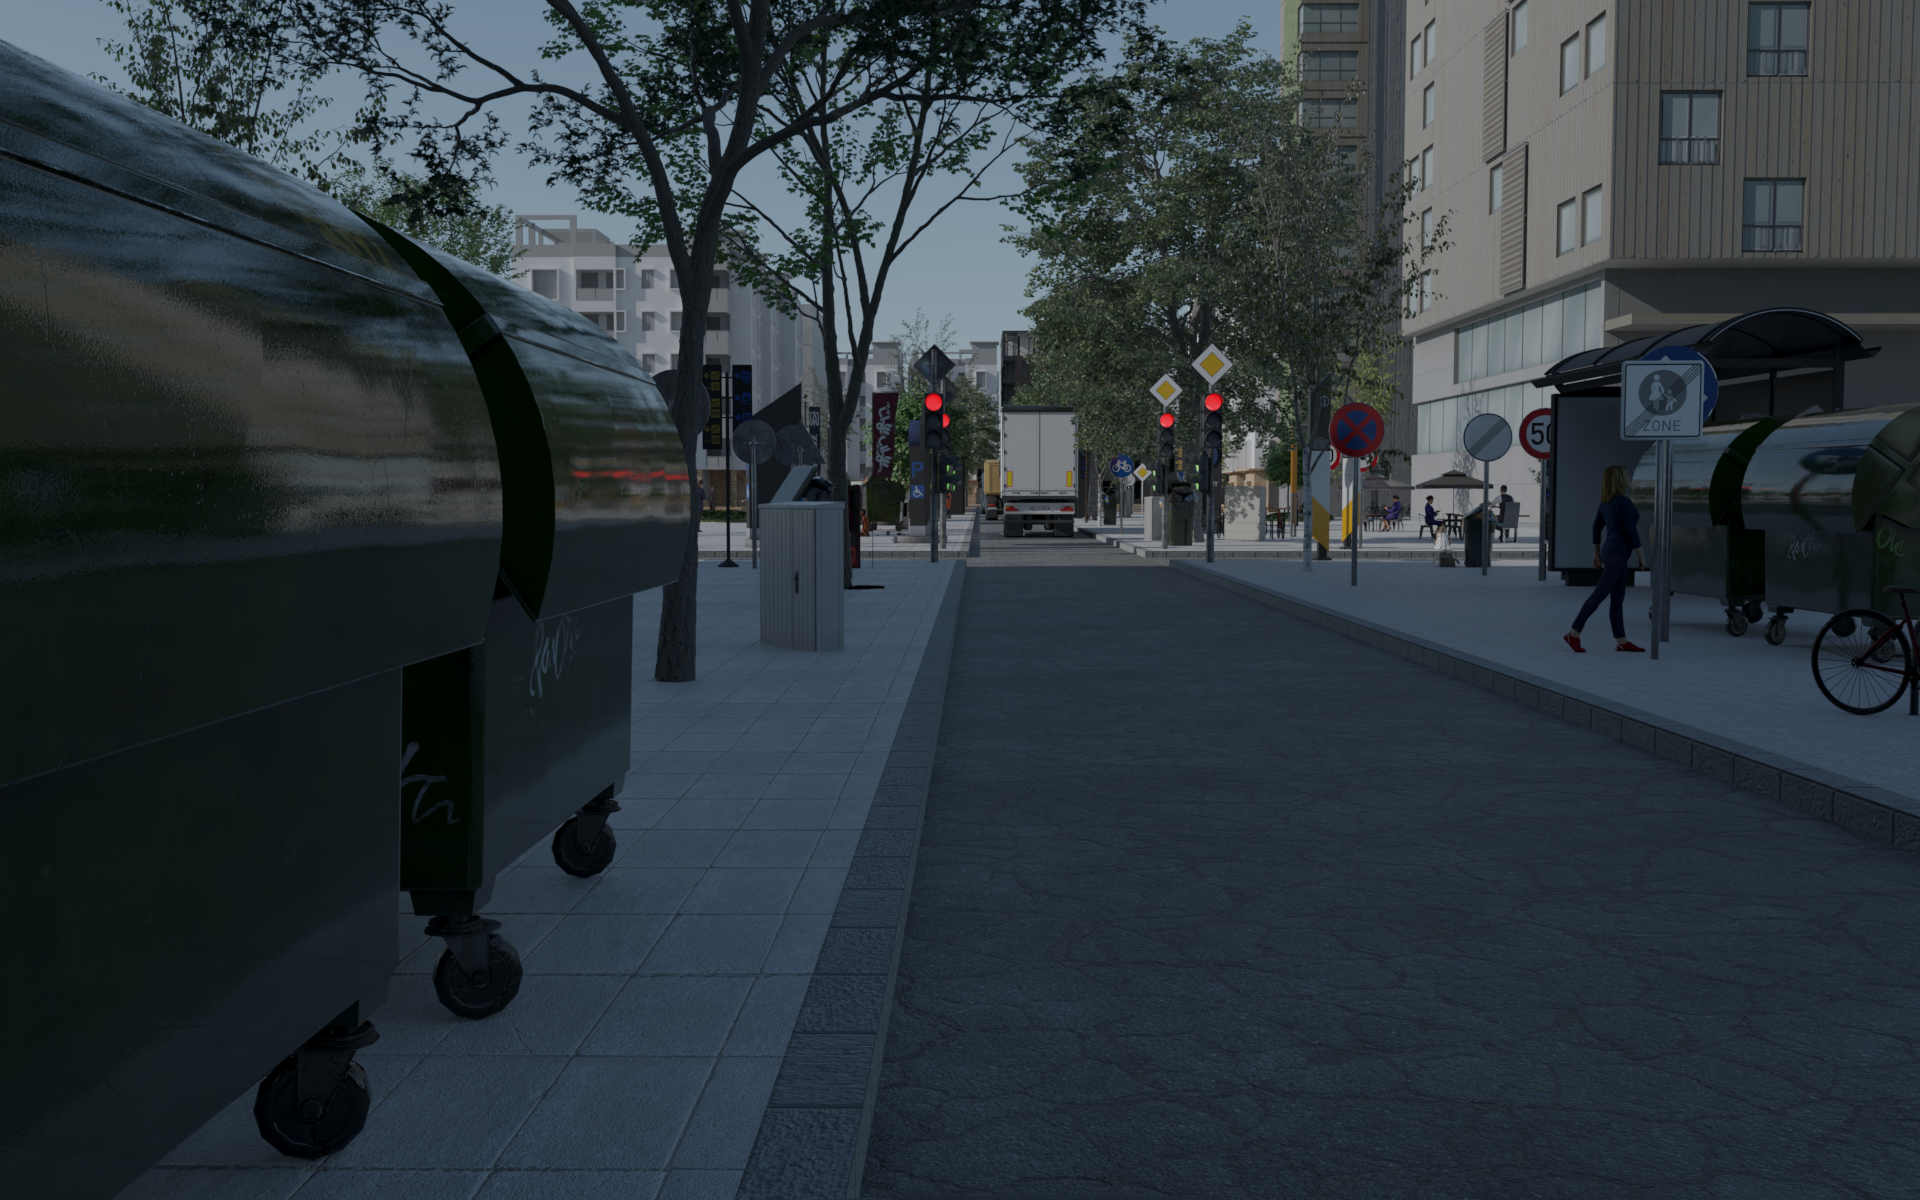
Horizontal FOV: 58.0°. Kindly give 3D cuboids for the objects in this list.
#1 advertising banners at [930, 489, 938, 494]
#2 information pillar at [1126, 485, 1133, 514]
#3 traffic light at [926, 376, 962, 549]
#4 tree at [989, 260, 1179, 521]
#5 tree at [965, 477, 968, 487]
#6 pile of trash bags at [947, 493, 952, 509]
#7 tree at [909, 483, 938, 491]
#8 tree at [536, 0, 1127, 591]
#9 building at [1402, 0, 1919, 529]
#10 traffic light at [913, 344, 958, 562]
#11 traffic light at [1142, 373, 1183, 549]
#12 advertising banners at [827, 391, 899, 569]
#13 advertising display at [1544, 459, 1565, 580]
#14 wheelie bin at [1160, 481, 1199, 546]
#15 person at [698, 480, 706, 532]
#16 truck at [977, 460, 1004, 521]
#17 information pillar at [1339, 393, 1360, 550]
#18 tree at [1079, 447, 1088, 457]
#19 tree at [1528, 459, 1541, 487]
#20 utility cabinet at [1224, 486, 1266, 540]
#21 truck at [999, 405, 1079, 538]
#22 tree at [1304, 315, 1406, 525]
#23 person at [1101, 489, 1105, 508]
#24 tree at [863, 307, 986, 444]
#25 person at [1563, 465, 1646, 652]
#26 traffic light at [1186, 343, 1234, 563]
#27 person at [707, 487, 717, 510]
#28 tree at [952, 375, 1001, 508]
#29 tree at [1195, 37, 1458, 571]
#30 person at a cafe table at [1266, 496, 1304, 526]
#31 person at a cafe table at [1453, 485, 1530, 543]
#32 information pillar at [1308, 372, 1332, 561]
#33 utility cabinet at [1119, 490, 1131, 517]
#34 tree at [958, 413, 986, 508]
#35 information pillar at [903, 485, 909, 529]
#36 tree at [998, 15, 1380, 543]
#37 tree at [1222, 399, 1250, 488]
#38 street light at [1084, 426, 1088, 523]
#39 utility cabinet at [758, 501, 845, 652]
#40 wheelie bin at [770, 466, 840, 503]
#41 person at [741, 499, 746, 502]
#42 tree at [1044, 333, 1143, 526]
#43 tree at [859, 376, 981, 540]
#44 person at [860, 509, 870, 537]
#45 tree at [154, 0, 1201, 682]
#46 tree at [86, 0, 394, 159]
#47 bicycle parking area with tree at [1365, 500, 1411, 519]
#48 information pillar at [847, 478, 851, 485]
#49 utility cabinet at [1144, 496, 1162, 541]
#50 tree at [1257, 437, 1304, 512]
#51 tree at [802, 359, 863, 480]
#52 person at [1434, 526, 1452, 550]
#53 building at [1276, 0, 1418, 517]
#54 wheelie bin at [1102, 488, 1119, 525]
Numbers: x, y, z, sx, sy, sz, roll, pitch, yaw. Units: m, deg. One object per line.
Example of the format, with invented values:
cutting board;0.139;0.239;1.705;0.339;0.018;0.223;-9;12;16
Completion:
advertising banners;-0.837;-3.791;58.166;0.090;3.025;2.074;-1;4;-15
information pillar;11.027;-6.567;111.865;0.304;2.012;0.304;1;4;14
traffic light;-0.375;-3.150;40.431;0.839;4.253;0.868;0;4;1
tree;6.566;-10.206;83.870;9.611;12.733;9.660;0;3;0
tree;-0.087;-11.064;175.491;1.663;3.219;1.824;0;3;0
pile of trash bags;-2.166;-5.274;95.987;3.447;1.369;1.912;0;4;3
tree;-1.512;-4.312;65.108;1.663;3.219;1.824;0;3;0
tree;-1.503;-5.963;23.253;9.928;11.665;9.643;0;3;0
building;33.441;-29.185;66.408;27.495;52.752;28.713;0;4;1
traffic light;-0.464;-2.662;32.447;0.839;4.253;0.868;0;4;1
traffic light;4.766;-3.148;40.390;0.839;4.253;0.868;0;4;1
advertising banners;-1.967;-2.064;29.930;2.074;3.025;0.090;2;4;26
advertising display;9.185;-1.263;25.864;0.974;1.923;0.123;0;4;7
wheelie bin;5.458;-2.141;42.920;0.980;1.594;0.693;-1;4;-14
person;-8.808;-3.161;58.173;0.683;1.767;0.568;1;4;15
truck;2.669;-6.163;96.687;3.469;3.379;9.791;0;4;1
information pillar;9.041;-2.978;40.048;0.183;3.616;0.504;-2;4;-33
tree;6.373;-9.429;104.532;4.737;8.622;4.395;0;3;0
tree;17.149;-3.317;48.838;1.663;3.219;1.824;0;3;0
utility cabinet;7.858;-2.387;47.698;0.318;1.500;1.173;-3;5;-45
truck;2.712;-4.373;60.408;2.839;4.237;11.283;0;4;2
tree;16.539;-7.417;71.638;4.737;8.622;4.395;0;3;0
person;13.359;-9.669;164.219;1.350;1.814;0.705;1;4;22
tree;-1.247;-7.271;69.237;4.360;8.622;3.978;0;3;0
person;5.243;-0.333;14.034;0.613;1.512;0.480;-1;4;-18
traffic light;4.677;-2.660;32.406;0.839;4.253;0.868;0;4;1
person;-15.872;-6.374;110.813;0.434;1.755;0.990;-3;5;-42
tree;0.892;-15.121;165.350;7.486;12.596;7.792;0;3;0
tree;5.779;-4.766;28.291;4.360;8.622;3.978;0;3;0
person at a cafe table;13.146;-3.579;69.376;1.726;1.238;1.698;-2;4;-35
person at a cafe table;14.236;-2.286;45.884;1.698;1.524;1.622;-1;4;-12
information pillar;6.921;-2.569;33.351;0.504;3.616;0.183;-1;4;-23
utility cabinet;9.081;-5.296;95.273;0.318;1.500;1.173;-1;4;-14
tree;0.236;-12.562;155.743;4.737;8.622;4.395;0;3;0
information pillar;-2.029;-3.596;63.293;0.304;2.012;0.304;0;4;5
tree;6.061;-8.502;45.671;9.857;13.997;8.962;0;3;0
tree;16.543;-9.901;112.237;4.737;8.622;4.395;0;3;0
street light;5.662;-6.400;77.424;0.468;5.910;1.993;0;4;1
utility cabinet;-1.342;-0.206;14.527;0.306;1.237;1.020;-2;4;-33
wheelie bin;-1.757;-0.706;19.456;0.693;1.594;0.980;-2;4;-28
person;-9.951;-4.551;82.403;0.963;1.587;0.435;2;4;25
tree;5.465;-7.267;69.176;4.360;8.622;3.978;0;3;0
tree;-1.123;-3.945;48.209;4.285;4.588;4.351;0;3;0
person;-2.988;-2.309;52.085;0.655;0.850;0.859;0;4;8
tree;-1.886;-4.701;11.276;8.767;10.594;7.601;-1;4;-16
tree;-8.822;-4.279;20.328;4.360;8.622;3.978;0;3;0
bicycle parking area with tree;26.019;-6.221;88.722;9.016;4.147;8.231;-1;4;-19
information pillar;-5.257;-4.644;80.424;0.304;2.012;0.304;3;5;42
utility cabinet;5.541;-2.267;48.223;0.306;1.237;1.020;3;5;43
tree;17.010;-6.452;89.196;4.285;4.588;4.351;0;3;0
tree;-7.303;-8.848;95.028;4.360;8.622;3.978;0;3;0
person;11.160;-1.437;40.010;0.381;0.543;0.357;1;4;10
building;25.493;-25.502;100.557;14.154;41.232;14.086;0;4;1
wheelie bin;6.260;-3.926;72.096;0.693;1.594;0.980;0;4;5
